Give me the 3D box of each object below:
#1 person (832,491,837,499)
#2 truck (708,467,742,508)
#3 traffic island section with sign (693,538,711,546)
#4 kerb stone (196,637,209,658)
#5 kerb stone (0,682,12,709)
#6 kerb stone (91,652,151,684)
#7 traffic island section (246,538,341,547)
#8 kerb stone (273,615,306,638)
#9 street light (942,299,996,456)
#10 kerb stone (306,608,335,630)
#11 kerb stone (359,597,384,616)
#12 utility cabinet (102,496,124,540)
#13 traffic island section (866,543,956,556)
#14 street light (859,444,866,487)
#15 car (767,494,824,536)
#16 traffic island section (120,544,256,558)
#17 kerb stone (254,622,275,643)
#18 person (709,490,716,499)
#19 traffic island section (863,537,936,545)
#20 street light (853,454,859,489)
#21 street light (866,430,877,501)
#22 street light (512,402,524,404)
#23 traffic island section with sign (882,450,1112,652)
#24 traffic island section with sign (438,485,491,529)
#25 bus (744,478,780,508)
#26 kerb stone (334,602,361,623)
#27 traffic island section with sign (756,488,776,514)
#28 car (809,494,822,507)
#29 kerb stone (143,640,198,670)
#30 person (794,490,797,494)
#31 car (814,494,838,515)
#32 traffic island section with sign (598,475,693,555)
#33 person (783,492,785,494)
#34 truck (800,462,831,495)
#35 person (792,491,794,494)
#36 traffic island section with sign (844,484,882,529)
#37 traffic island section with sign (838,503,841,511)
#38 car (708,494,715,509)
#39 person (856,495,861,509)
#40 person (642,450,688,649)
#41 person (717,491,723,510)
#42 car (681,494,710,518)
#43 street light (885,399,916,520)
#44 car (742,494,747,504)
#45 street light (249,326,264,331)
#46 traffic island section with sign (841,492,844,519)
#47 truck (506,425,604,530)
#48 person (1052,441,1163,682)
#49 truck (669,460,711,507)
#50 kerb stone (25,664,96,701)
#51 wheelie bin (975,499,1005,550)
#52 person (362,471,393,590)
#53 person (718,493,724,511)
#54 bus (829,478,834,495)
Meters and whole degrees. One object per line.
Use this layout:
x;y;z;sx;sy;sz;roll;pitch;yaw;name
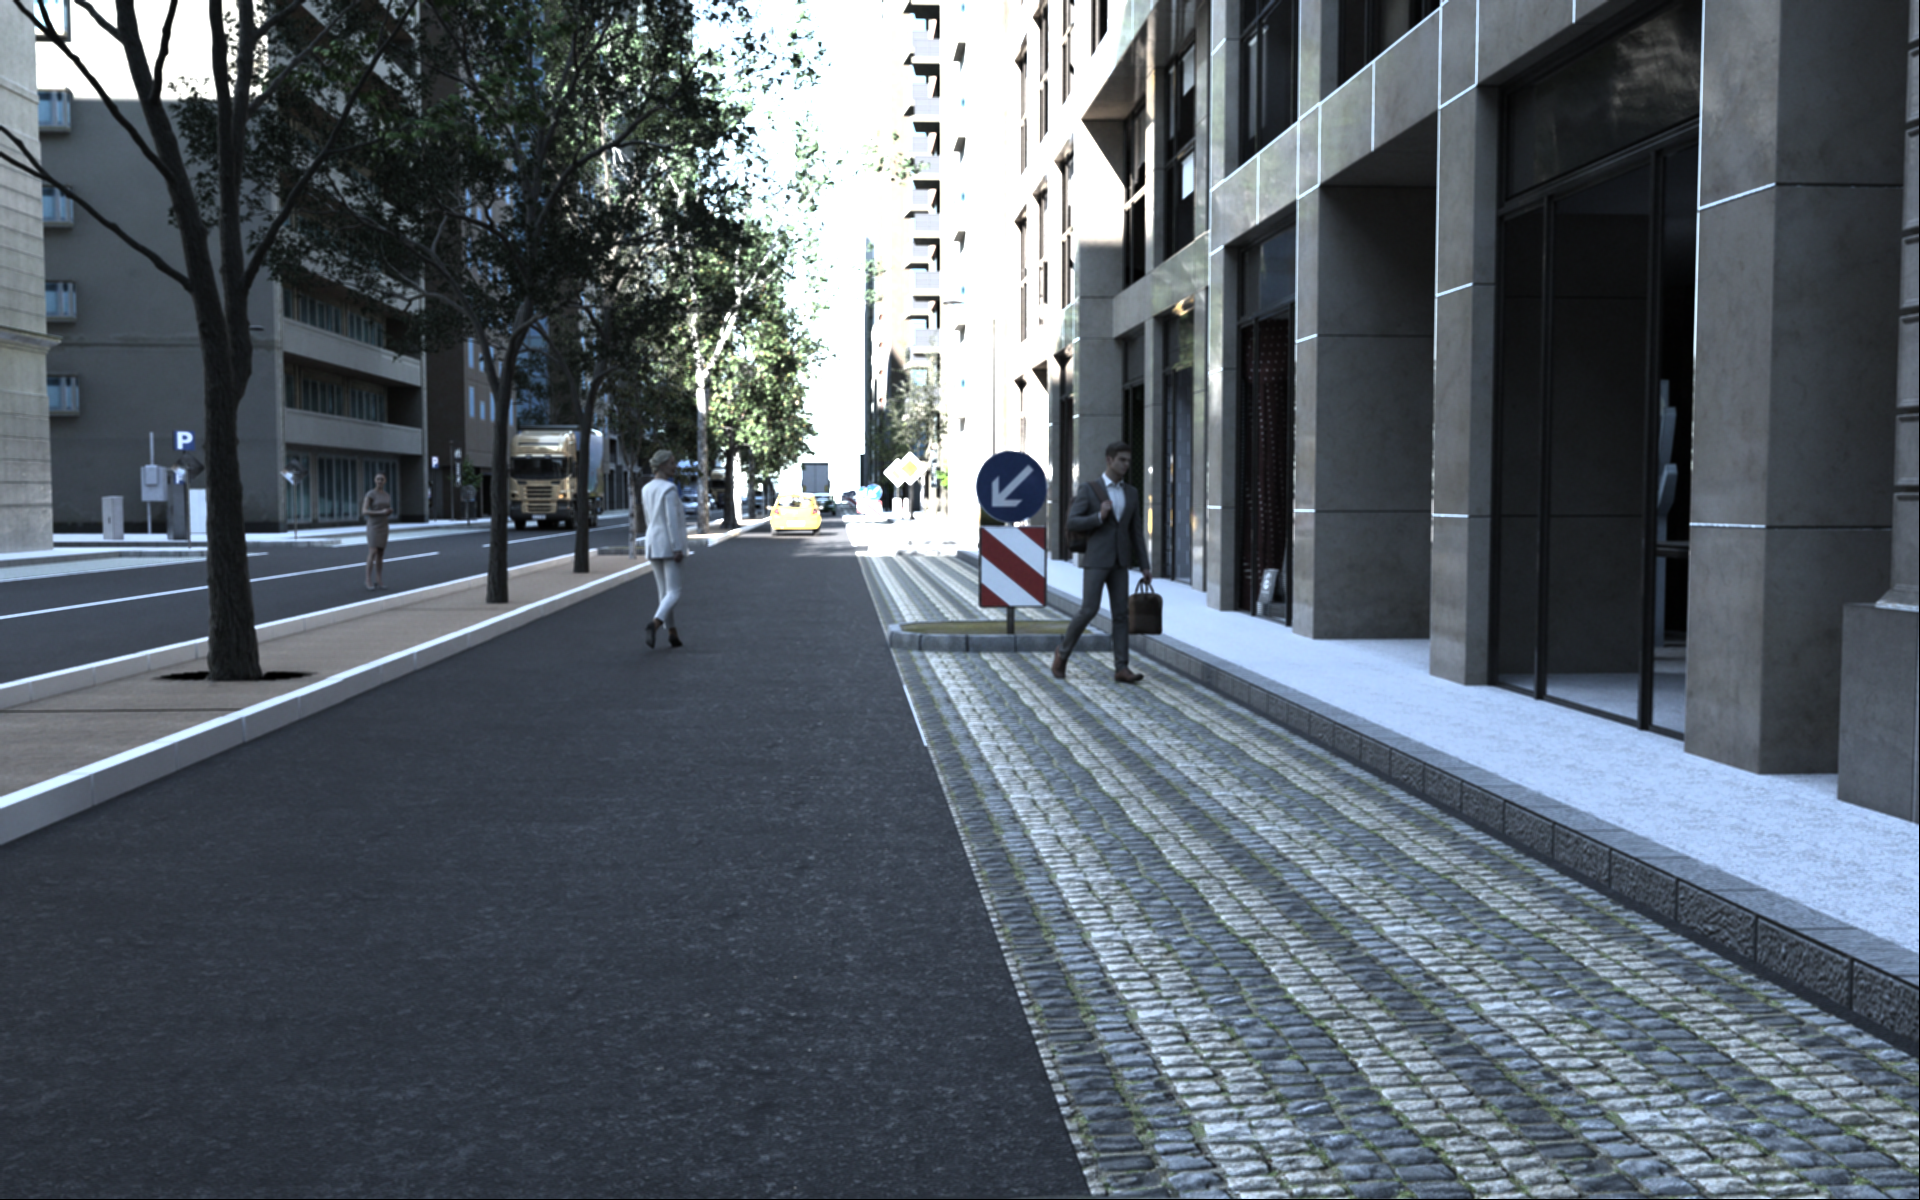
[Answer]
-19.065;-15.435;260.877;0.705;1.823;1.348;3;5;44;person
-24.390;-11.706;180.302;2.839;4.237;11.283;0;4;-3;truck
-8.062;-2.483;48.730;2.006;1.907;1.989;0;4;-4;traffic island section with sign
-6.684;0.412;15.459;0.120;0.150;1.000;0;4;-4;kerb stone
-6.396;0.666;11.365;0.120;0.150;1.000;0;4;-4;kerb stone
-6.548;0.540;13.410;0.120;0.150;1.000;0;4;-4;kerb stone
-18.548;-1.592;48.317;2.009;0.180;2.903;0;4;-4;traffic island section
-6.843;0.287;17.497;0.120;0.150;1.000;0;4;-4;kerb stone
0.275;-4.220;41.540;1.470;5.913;1.316;0;4;-4;street light
-6.913;0.225;18.517;0.120;0.150;1.000;0;4;-4;kerb stone
-7.063;0.100;20.560;0.120;0.150;1.000;0;4;-4;kerb stone
-23.716;-2.282;48.472;0.306;1.237;1.020;-3;5;-41;utility cabinet
-1.172;-1.179;41.562;2.009;0.180;2.903;0;4;-4;traffic island section
-8.452;-11.572;161.738;1.470;5.913;1.316;0;4;-4;street light
-5.780;-3.094;60.812;2.015;1.641;3.980;0;4;-6;car
-17.970;-1.105;40.353;2.009;0.180;2.903;0;4;-4;traffic island section
-6.766;0.350;16.478;0.120;0.150;1.000;0;4;-4;kerb stone
-24.823;-10.071;172.797;0.705;1.869;1.348;2;4;26;person
-1.750;-1.666;49.527;2.009;0.180;2.903;0;4;-4;traffic island section
-11.356;-13.962;200.819;1.470;5.913;1.316;0;4;-4;street light
-5.810;-9.292;124.463;1.470;5.913;1.316;0;4;-4;street light
-22.733;-7.035;87.567;1.470;5.913;1.316;0;4;-4;street light
0.310;-0.483;16.520;1.989;1.847;2.006;0;4;-4;traffic island section with sign
-20.201;-3.815;71.002;1.989;1.847;2.006;0;4;-4;traffic island section with sign
-20.234;-11.206;178.079;2.948;3.499;13.247;0;4;-2;bus
-6.985;0.162;19.540;0.120;0.150;1.000;0;4;-4;kerb stone
-13.509;-7.066;123.672;2.006;1.907;1.989;0;4;-4;traffic island section with sign
-9.181;-5.625;102.189;2.015;1.641;3.980;0;4;-4;car
-6.619;0.474;14.439;0.120;0.150;1.000;0;4;-4;kerb stone
-17.408;-10.770;184.456;0.599;1.838;0.709;0;4;-1;person
-9.338;-6.474;117.650;2.131;1.459;4.920;0;4;-4;car
-7.536;-2.031;41.342;2.006;1.907;1.989;0;4;-4;traffic island section with sign
-19.919;-11.427;196.256;0.530;1.710;0.541;1;4;12;person
-13.034;-10.232;156.209;2.839;4.237;11.283;0;4;-5;truck
-19.358;-11.640;199.531;0.721;1.743;1.217;3;5;39;person
-3.707;-3.872;71.936;1.989;1.847;2.006;0;4;-4;traffic island section with sign
-9.328;-8.604;149.297;1.989;1.847;2.006;0;4;-4;traffic island section with sign
-24.052;-9.246;163.169;2.014;1.417;4.499;0;4;-5;car
-8.950;-8.845;153.667;0.990;1.755;0.434;-2;4;-28;person
-2.759;-0.466;15.996;0.514;1.842;0.818;1;4;23;person
-21.215;-8.801;153.313;0.541;1.710;0.530;-1;4;-21;person
-15.908;-5.592;103.434;2.014;1.417;4.499;0;4;-3;car
-2.869;-6.868;84.831;1.470;5.913;1.316;0;4;-4;street light
-28.093;-13.066;225.636;2.014;1.417;4.499;0;4;-5;car
-19.944;-4.617;48.022;1.470;5.913;1.316;0;4;-4;street light
-5.661;-5.516;98.821;1.989;1.847;2.006;0;4;-4;traffic island section with sign
-16.902;-5.128;72.759;2.839;4.237;11.283;0;4;-5;truck
1.115;-0.290;13.199;0.622;1.834;0.822;-3;4;-37;person
-22.210;-9.361;142.812;2.967;4.110;18.799;0;4;-6;truck
-6.474;0.602;12.390;0.120;0.150;1.000;0;4;-4;kerb stone
0.709;-1.886;38.750;0.693;1.594;0.980;0;4;-7;wheelie bin
-8.749;-1.054;26.074;0.374;1.781;0.599;2;4;28;person
-19.065;-8.100;141.020;1.350;1.814;0.705;0;4;7;person
-19.273;-15.352;242.549;2.896;3.916;12.252;0;4;-3;bus
